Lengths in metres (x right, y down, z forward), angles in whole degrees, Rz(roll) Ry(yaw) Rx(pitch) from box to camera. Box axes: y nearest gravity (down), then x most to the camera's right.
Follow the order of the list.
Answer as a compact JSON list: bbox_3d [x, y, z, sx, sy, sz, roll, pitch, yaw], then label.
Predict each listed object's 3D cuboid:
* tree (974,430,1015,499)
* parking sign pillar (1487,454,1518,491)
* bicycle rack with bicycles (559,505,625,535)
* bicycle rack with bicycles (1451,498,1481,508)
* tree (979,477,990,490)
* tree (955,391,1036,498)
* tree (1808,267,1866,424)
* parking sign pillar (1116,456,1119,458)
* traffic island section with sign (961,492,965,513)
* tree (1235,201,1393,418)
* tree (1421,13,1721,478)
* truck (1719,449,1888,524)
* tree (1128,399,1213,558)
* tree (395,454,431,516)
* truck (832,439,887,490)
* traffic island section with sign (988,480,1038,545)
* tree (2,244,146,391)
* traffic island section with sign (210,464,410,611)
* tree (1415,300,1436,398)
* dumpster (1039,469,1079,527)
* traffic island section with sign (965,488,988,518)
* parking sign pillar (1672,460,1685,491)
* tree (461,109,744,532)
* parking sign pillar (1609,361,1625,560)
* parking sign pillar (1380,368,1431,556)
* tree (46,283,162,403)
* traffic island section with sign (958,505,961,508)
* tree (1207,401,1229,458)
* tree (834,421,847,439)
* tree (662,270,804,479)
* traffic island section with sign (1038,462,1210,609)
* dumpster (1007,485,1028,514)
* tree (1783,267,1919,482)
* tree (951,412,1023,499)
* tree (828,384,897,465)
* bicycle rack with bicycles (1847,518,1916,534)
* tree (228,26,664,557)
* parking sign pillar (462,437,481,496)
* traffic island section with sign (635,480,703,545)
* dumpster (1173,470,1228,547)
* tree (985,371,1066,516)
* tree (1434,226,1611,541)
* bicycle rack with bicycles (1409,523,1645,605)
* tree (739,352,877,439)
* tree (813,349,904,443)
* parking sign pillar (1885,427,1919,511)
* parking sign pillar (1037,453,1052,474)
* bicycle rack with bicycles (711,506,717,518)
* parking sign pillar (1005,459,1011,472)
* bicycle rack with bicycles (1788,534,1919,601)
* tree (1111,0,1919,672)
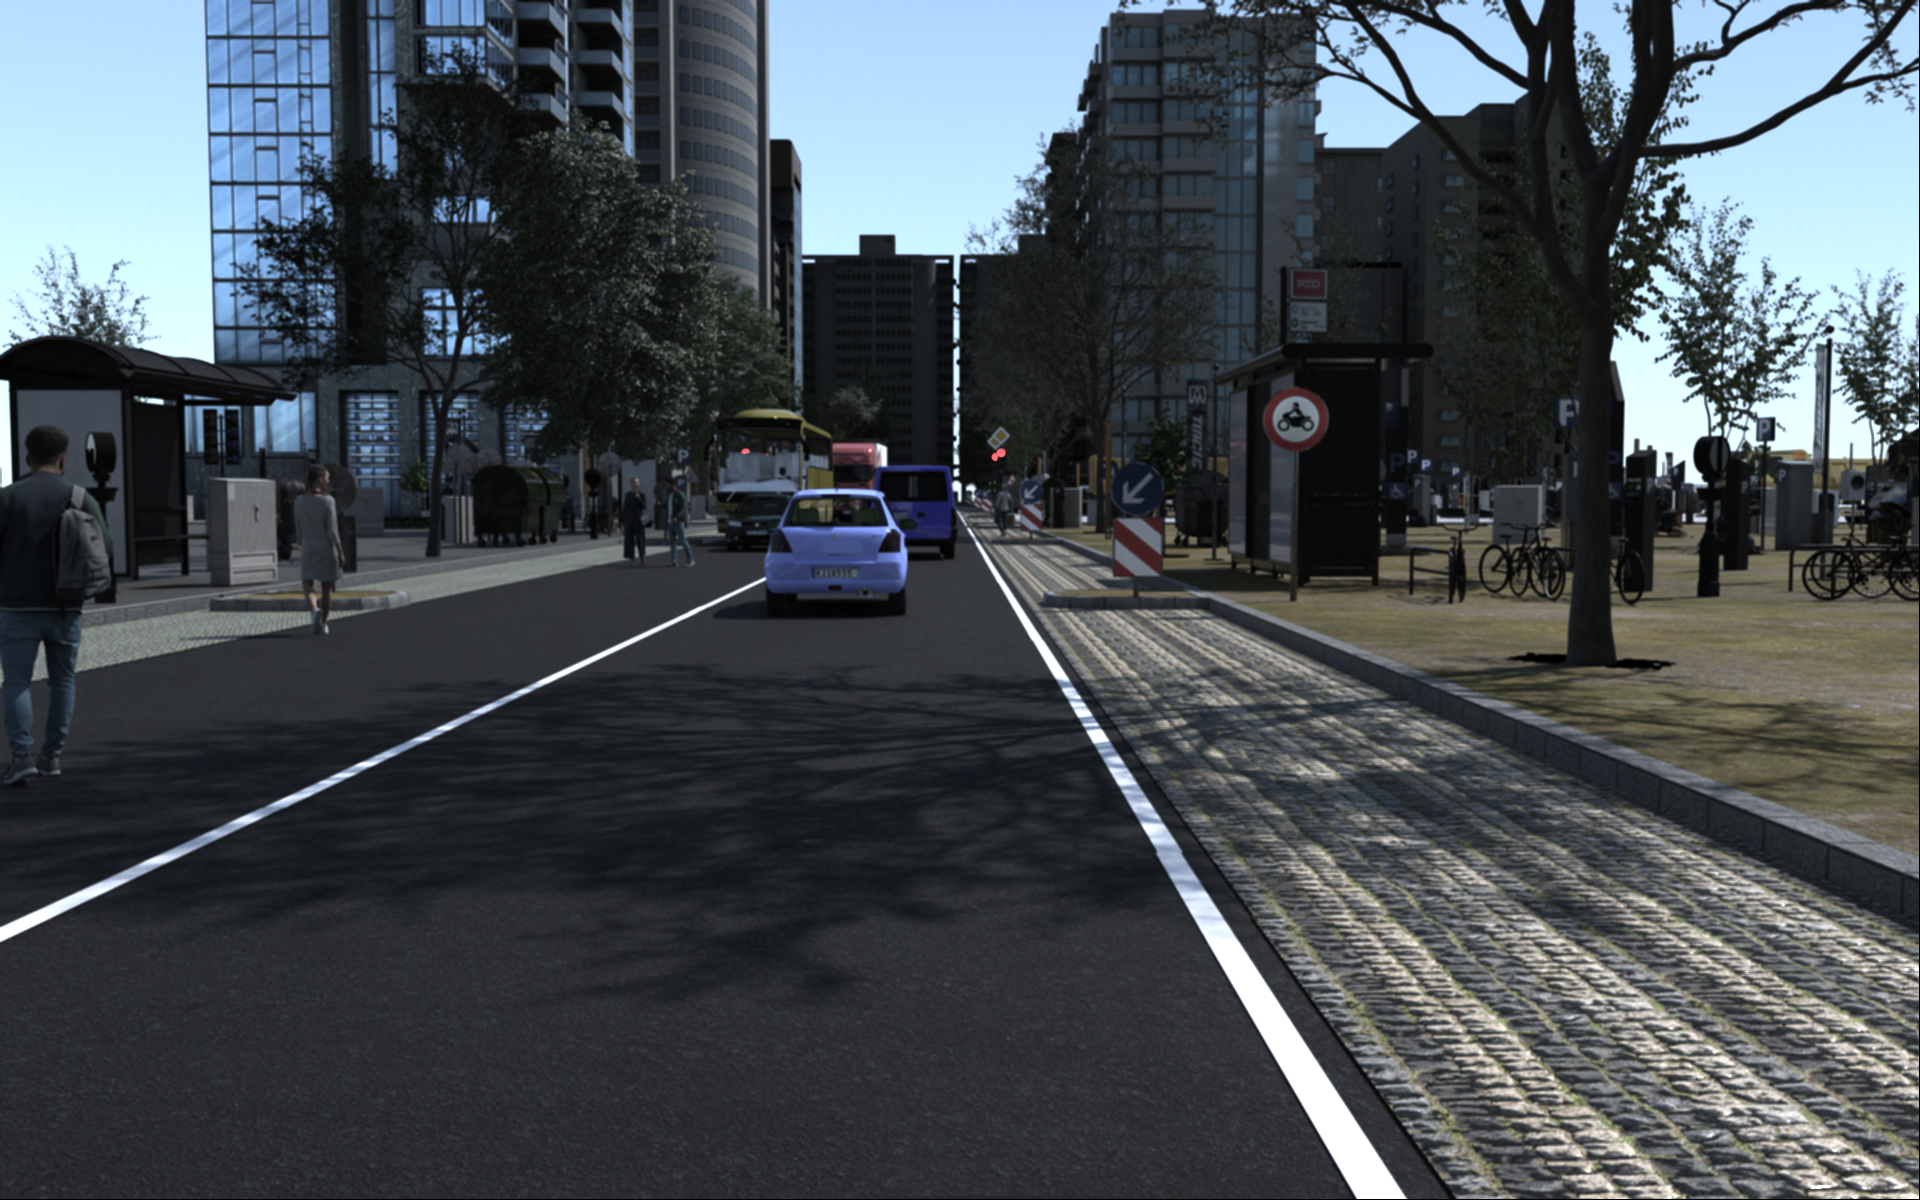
[{"bbox_3d":[3.571,-15.256,199.802,4.360,8.622,3.978,0,3,0],"label":"tree"},{"bbox_3d":[36.522,-7.847,116.763,1.447,3.967,1.447,3,4,36],"label":"parking sign pillar"},{"bbox_3d":[-11.719,-2.560,55.238,2.852,0.926,2.925,-2,4,-25],"label":"bicycle rack with bicycles"},{"bbox_3d":[42.625,-8.238,148.070,2.852,0.926,2.925,3,4,38],"label":"bicycle rack with bicycles"},{"bbox_3d":[2.818,-12.018,191.099,1.663,3.219,1.824,0,3,0],"label":"tree"},{"bbox_3d":[3.023,-13.043,147.668,7.601,10.594,8.767,0,3,0],"label":"tree"},{"bbox_3d":[18.893,-5.651,42.752,4.737,8.622,4.395,0,3,0],"label":"tree"},{"bbox_3d":[11.590,-8.167,121.999,1.447,3.967,1.447,1,4,17],"label":"parking sign pillar"},{"bbox_3d":[1.262,-7.560,132.238,1.989,1.847,2.006,0,4,0],"label":"traffic island section with sign"},{"bbox_3d":[9.093,-5.753,44.426,4.360,8.622,3.978,0,3,0],"label":"tree"},{"bbox_3d":[9.449,-4.645,26.306,4.737,8.622,4.395,0,3,0],"label":"tree"},{"bbox_3d":[37.716,-4.905,76.119,9.791,3.379,3.469,0,3,0],"label":"truck"},{"bbox_3d":[4.288,-2.481,35.166,1.663,3.219,1.824,0,3,0],"label":"tree"},{"bbox_3d":[-25.720,-5.367,82.357,1.663,3.219,1.824,0,3,0],"label":"tree"},{"bbox_3d":[-5.358,-6.185,90.037,2.839,4.237,11.283,0,4,1],"label":"truck"},{"bbox_3d":[1.895,-2.500,49.508,1.989,1.847,2.006,0,4,0],"label":"traffic island section with sign"},{"bbox_3d":[-25.738,-6.148,50.885,4.360,8.622,3.978,0,3,0],"label":"tree"},{"bbox_3d":[-8.113,-0.814,21.936,1.989,1.847,2.006,0,4,0],"label":"traffic island section with sign"},{"bbox_3d":[16.719,-6.463,56.026,4.360,8.622,3.978,0,3,0],"label":"tree"},{"bbox_3d":[3.822,-3.980,67.573,1.502,2.255,1.985,0,4,0],"label":"dumpster"},{"bbox_3d":[1.466,-5.871,104.625,1.989,1.847,2.006,0,4,0],"label":"traffic island section with sign"},{"bbox_3d":[56.144,-9.019,135.934,1.447,3.967,1.447,0,4,5],"label":"parking sign pillar"},{"bbox_3d":[-11.935,-9.252,57.928,9.857,13.997,8.962,0,3,0],"label":"tree"},{"bbox_3d":[12.889,-2.813,34.468,1.447,3.967,1.447,1,4,13],"label":"parking sign pillar"},{"bbox_3d":[9.225,-2.940,36.539,1.447,3.967,1.447,1,4,14],"label":"parking sign pillar"},{"bbox_3d":[-29.467,-6.711,60.088,4.737,8.622,4.395,0,3,0],"label":"tree"},{"bbox_3d":[0.878,-10.616,182.205,1.989,1.847,2.006,0,4,0],"label":"traffic island section with sign"},{"bbox_3d":[20.387,-11.203,133.538,4.360,8.622,3.978,0,3,0],"label":"tree"},{"bbox_3d":[-13.003,-13.611,172.906,4.737,8.622,4.395,0,3,0],"label":"tree"},{"bbox_3d":[-11.724,-10.406,88.266,7.486,12.596,7.792,0,3,0],"label":"tree"},{"bbox_3d":[2.092,-0.836,22.296,1.989,1.847,2.006,0,4,0],"label":"traffic island section with sign"},{"bbox_3d":[3.675,-6.474,111.614,1.264,1.857,1.865,0,4,0],"label":"dumpster"},{"bbox_3d":[29.915,-6.458,55.953,4.737,8.622,4.395,0,3,0],"label":"tree"},{"bbox_3d":[3.263,-18.735,223.328,9.611,12.733,9.660,0,3,0],"label":"tree"},{"bbox_3d":[-11.751,-17.941,199.998,9.857,13.997,8.962,0,3,0],"label":"tree"},{"bbox_3d":[33.413,-2.952,61.654,2.852,0.926,2.925,3,5,39],"label":"bicycle rack with bicycles"},{"bbox_3d":[-10.481,-6.140,34.799,7.601,10.594,8.767,2,4,35],"label":"tree"},{"bbox_3d":[-22.771,-5.676,81.275,1.447,3.967,1.447,2,4,30],"label":"parking sign pillar"},{"bbox_3d":[-8.335,-2.463,48.891,1.989,1.847,2.006,0,4,0],"label":"traffic island section with sign"},{"bbox_3d":[5.997,-2.271,42.894,1.264,1.857,1.865,0,4,0],"label":"dumpster"},{"bbox_3d":[3.762,-9.144,99.863,4.737,8.622,4.395,0,3,0],"label":"tree"},{"bbox_3d":[16.025,-5.962,47.836,4.360,8.622,3.978,0,3,0],"label":"tree"},{"bbox_3d":[6.749,-0.482,21.256,2.852,0.926,2.925,0,4,1],"label":"bicycle rack with bicycles"},{"bbox_3d":[-11.336,-10.852,111.849,8.767,10.594,7.601,-3,5,-42],"label":"tree"},{"bbox_3d":[-13.492,-22.807,228.789,12.611,20.169,13.585,0,3,0],"label":"tree"},{"bbox_3d":[36.028,-4.745,66.046,1.447,3.967,1.447,1,4,8],"label":"parking sign pillar"},{"bbox_3d":[5.213,-7.224,106.577,1.447,3.967,1.447,-1,4,-20],"label":"parking sign pillar"},{"bbox_3d":[-11.782,-4.801,91.877,2.925,0.926,2.852,0,4,0],"label":"bicycle rack with bicycles"},{"bbox_3d":[3.700,-8.838,132.976,1.447,3.967,1.447,0,4,2],"label":"parking sign pillar"},{"bbox_3d":[11.802,-0.506,21.653,2.925,0.926,2.852,1,4,11],"label":"bicycle rack with bicycles"},{"bbox_3d":[4.653,-6.251,12.568,12.009,13.543,11.850,0,3,0],"label":"tree"}]
